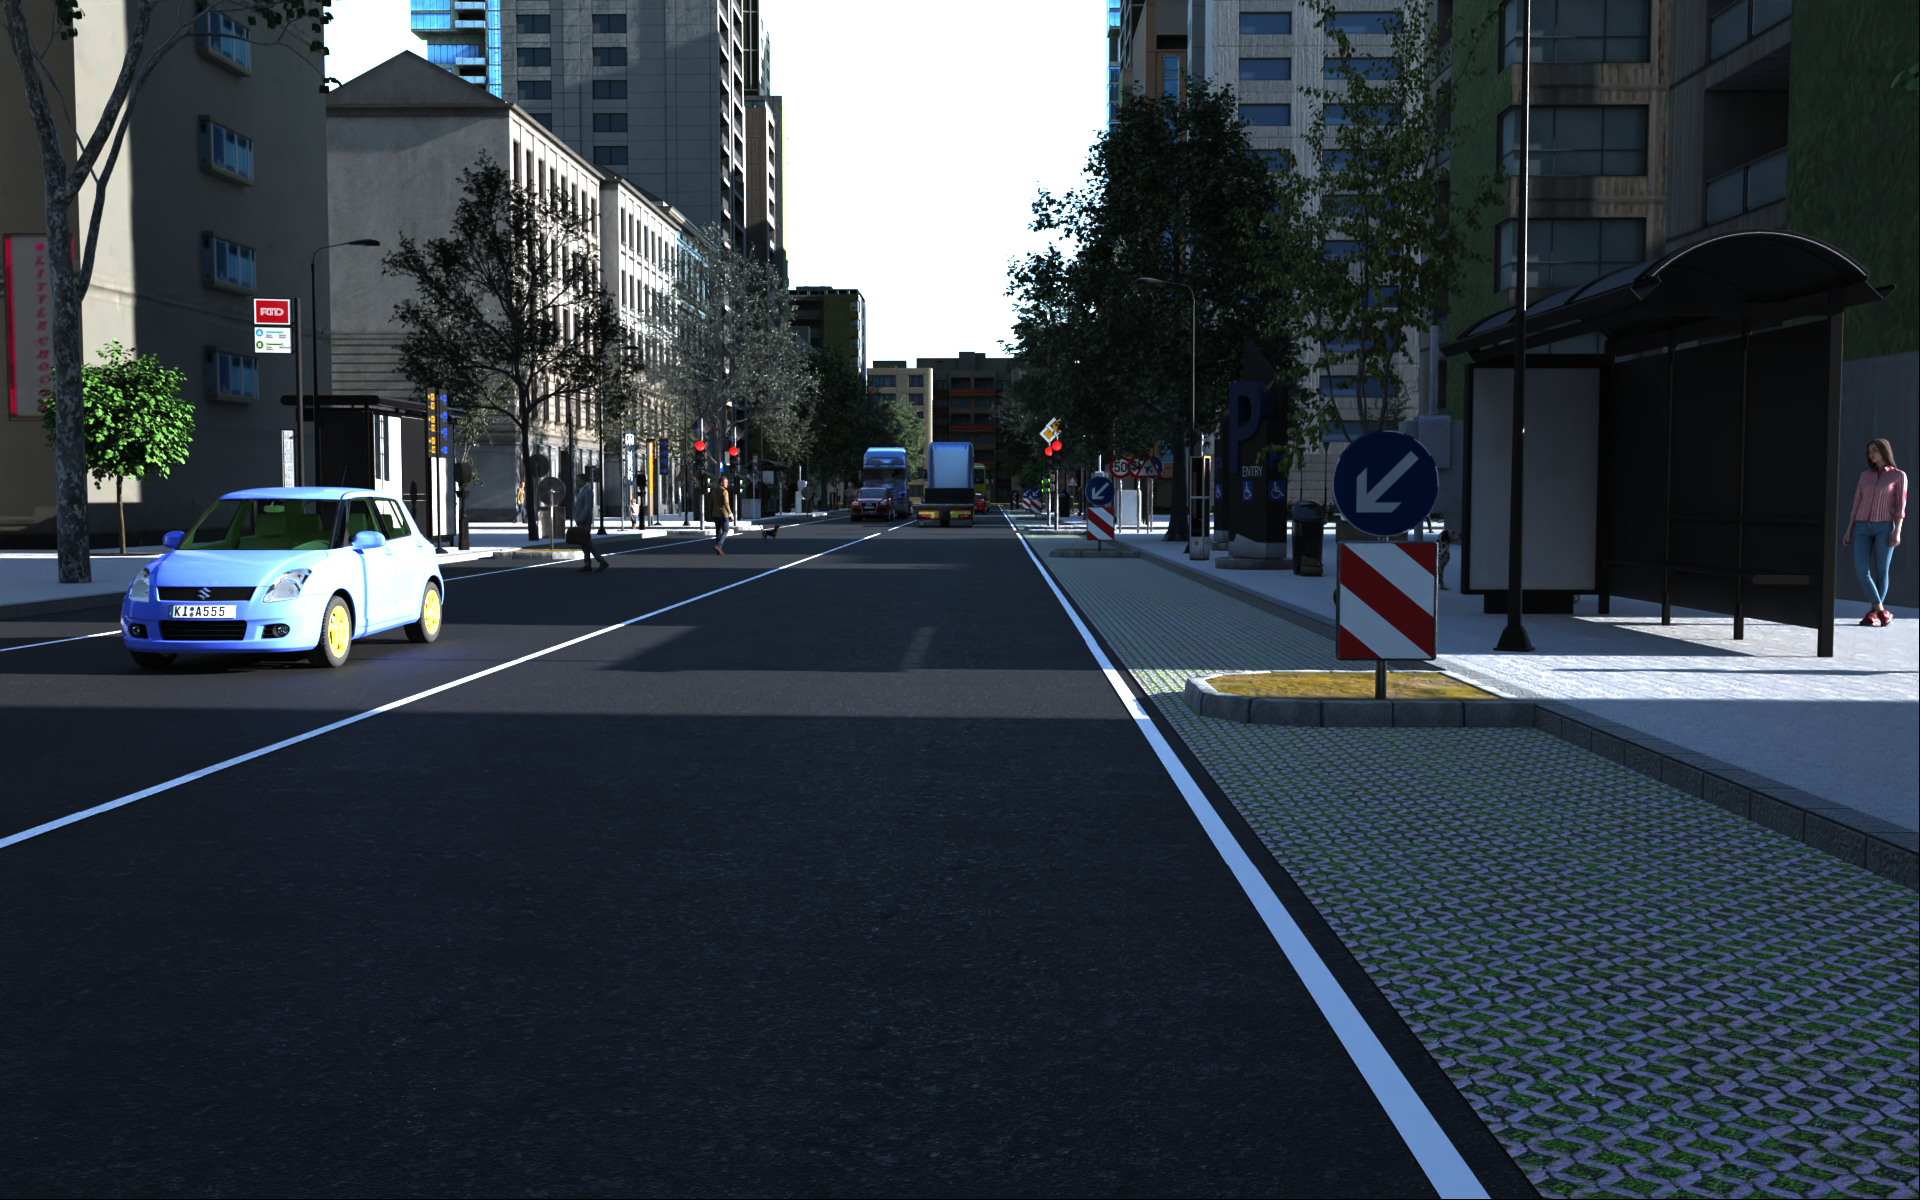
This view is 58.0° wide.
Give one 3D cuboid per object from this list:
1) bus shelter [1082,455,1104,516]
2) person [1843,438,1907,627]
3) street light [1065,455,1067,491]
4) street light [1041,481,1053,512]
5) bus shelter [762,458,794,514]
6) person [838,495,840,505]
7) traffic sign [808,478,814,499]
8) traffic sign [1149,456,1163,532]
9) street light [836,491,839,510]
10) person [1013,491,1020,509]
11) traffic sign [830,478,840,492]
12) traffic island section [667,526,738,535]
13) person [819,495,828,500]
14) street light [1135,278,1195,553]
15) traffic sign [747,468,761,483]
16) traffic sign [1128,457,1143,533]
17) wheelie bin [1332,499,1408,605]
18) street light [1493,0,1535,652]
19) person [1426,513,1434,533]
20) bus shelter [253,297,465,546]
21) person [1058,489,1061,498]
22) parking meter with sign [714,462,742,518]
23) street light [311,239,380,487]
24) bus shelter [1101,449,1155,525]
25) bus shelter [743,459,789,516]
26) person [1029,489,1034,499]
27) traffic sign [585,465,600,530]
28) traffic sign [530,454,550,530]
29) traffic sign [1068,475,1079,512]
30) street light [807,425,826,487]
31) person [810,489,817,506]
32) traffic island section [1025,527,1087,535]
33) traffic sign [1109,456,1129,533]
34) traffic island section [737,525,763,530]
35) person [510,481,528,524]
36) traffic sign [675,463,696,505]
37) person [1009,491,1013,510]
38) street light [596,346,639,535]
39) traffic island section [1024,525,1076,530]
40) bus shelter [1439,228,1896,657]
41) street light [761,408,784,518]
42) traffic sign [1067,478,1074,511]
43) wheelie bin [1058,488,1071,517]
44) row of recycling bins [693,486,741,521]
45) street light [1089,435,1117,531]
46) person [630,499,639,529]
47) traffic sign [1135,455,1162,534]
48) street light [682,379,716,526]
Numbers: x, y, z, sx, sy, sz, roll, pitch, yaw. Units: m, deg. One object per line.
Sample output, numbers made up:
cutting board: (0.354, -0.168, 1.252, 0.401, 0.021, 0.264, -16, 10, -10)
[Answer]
bus shelter: (7.685, -7.213, 95.566, 2.179, 5.291, 8.768, 0, 4, 1)
person: (8.919, -0.664, 16.911, 0.555, 1.821, 0.388, 3, 5, 43)
street light: (5.208, -6.332, 76.076, 1.470, 5.913, 1.316, 0, 4, 1)
street light: (5.499, -7.731, 98.935, 1.470, 5.913, 1.316, 0, 4, 1)
bus shelter: (-12.238, -7.579, 115.192, 1.731, 3.624, 6.357, 0, 4, 1)
person: (-15.028, -12.401, 211.986, 0.628, 1.438, 0.799, 3, 5, 41)
traffic sign: (-12.081, -8.476, 138.686, 0.768, 2.556, 0.104, 0, 4, 3)
traffic sign: (6.482, -3.577, 58.592, 0.768, 2.556, 0.104, 0, 4, 8)
street light: (-9.303, -10.151, 138.510, 1.470, 5.913, 1.316, 0, 4, 1)
person: (5.396, -9.503, 164.694, 0.721, 1.723, 1.217, -2, 4, -30)
traffic sign: (-9.940, -8.415, 137.683, 0.768, 2.556, 0.104, 1, 4, 10)
traffic island section: (-9.202, -2.411, 61.696, 2.009, 0.180, 2.903, 0, 4, 1)
person: (-13.254, -9.686, 167.674, 1.065, 1.426, 0.557, 3, 4, 37)
street light: (4.467, -3.964, 37.356, 1.470, 5.913, 1.316, 0, 4, 1)
traffic sign: (-10.445, -5.380, 87.692, 0.795, 2.593, 0.064, 0, 4, 5)
traffic sign: (5.852, -3.468, 56.807, 0.768, 2.556, 0.104, 0, 4, 2)
wheelie bin: (4.635, -0.713, 19.569, 0.693, 1.594, 0.980, -3, 5, -43)
street light: (4.017, -2.541, 14.082, 1.470, 5.913, 1.316, 0, 4, 1)
person: (15.249, -3.154, 56.967, 0.648, 1.900, 0.474, 2, 4, 34)
bus shelter: (-13.296, -3.700, 38.129, 2.179, 5.291, 8.768, 0, 4, 1)
person: (9.140, -9.351, 159.643, 0.721, 1.735, 1.217, 2, 4, 32)
parking meter with sign: (-12.385, -5.910, 92.890, 1.738, 3.016, 0.543, 3, 5, 41)
street light: (-11.253, -3.618, 31.690, 1.470, 5.913, 1.316, 0, 4, 1)
bus shelter: (7.118, -4.939, 74.678, 2.014, 3.302, 5.546, 0, 4, 1)
bus shelter: (-11.398, -6.630, 102.326, 2.014, 3.302, 5.546, 0, 4, 1)
person: (5.166, -7.092, 124.682, 0.478, 1.798, 0.641, -2, 4, -30)
traffic sign: (-13.063, -3.639, 61.626, 0.606, 2.300, 0.079, 1, 4, 10)
traffic sign: (-13.291, -3.328, 54.524, 0.768, 2.556, 0.104, 0, 4, 7)
traffic sign: (7.837, -7.377, 120.613, 0.884, 2.594, 0.081, 0, 4, 8)
street light: (-9.677, -8.775, 116.014, 1.470, 5.913, 1.316, 0, 4, 1)
person: (-14.523, -10.018, 169.777, 1.348, 1.831, 0.705, 2, 4, 28)
traffic island section: (3.437, -2.397, 61.465, 2.009, 0.180, 2.903, 0, 4, 1)
traffic sign: (5.285, -3.486, 57.101, 0.768, 2.556, 0.104, 0, 4, 2)
traffic island section: (-9.059, -2.899, 69.680, 2.009, 0.180, 2.903, 0, 4, 1)
person: (-19.033, -4.219, 74.939, 0.836, 1.842, 0.656, -2, 4, -29)
traffic sign: (-11.423, -4.403, 71.986, 0.884, 2.594, 0.081, 0, 4, 4)
person: (4.464, -8.770, 152.600, 0.721, 1.735, 1.217, 1, 4, 12)
street light: (-10.738, -5.004, 54.353, 1.470, 5.913, 1.316, 0, 4, 1)
traffic island section: (3.580, -2.885, 69.449, 2.009, 0.180, 2.903, 0, 4, 1)
bus shelter: (6.137, -1.350, 15.991, 2.014, 3.302, 5.546, 0, 4, 1)
street light: (-10.107, -7.365, 92.955, 1.470, 5.913, 1.316, 0, 4, 1)
traffic sign: (8.560, -8.184, 133.918, 0.768, 2.556, 0.104, 0, 4, 5)
wheelie bin: (5.803, -5.432, 96.724, 0.693, 1.594, 0.980, 0, 4, -4)
row of recycling bins: (-11.793, -4.693, 83.843, 1.069, 1.692, 3.534, 2, 4, 24)
street light: (4.849, -5.406, 60.925, 1.470, 5.913, 1.316, 0, 4, 1)
person: (-12.445, -3.247, 66.275, 0.332, 1.250, 0.352, 1, 4, 8)
traffic sign: (6.095, -3.432, 56.118, 0.884, 2.594, 0.081, 0, 4, 3)
street light: (-10.502, -5.948, 69.791, 1.470, 5.913, 1.316, 0, 4, 1)
